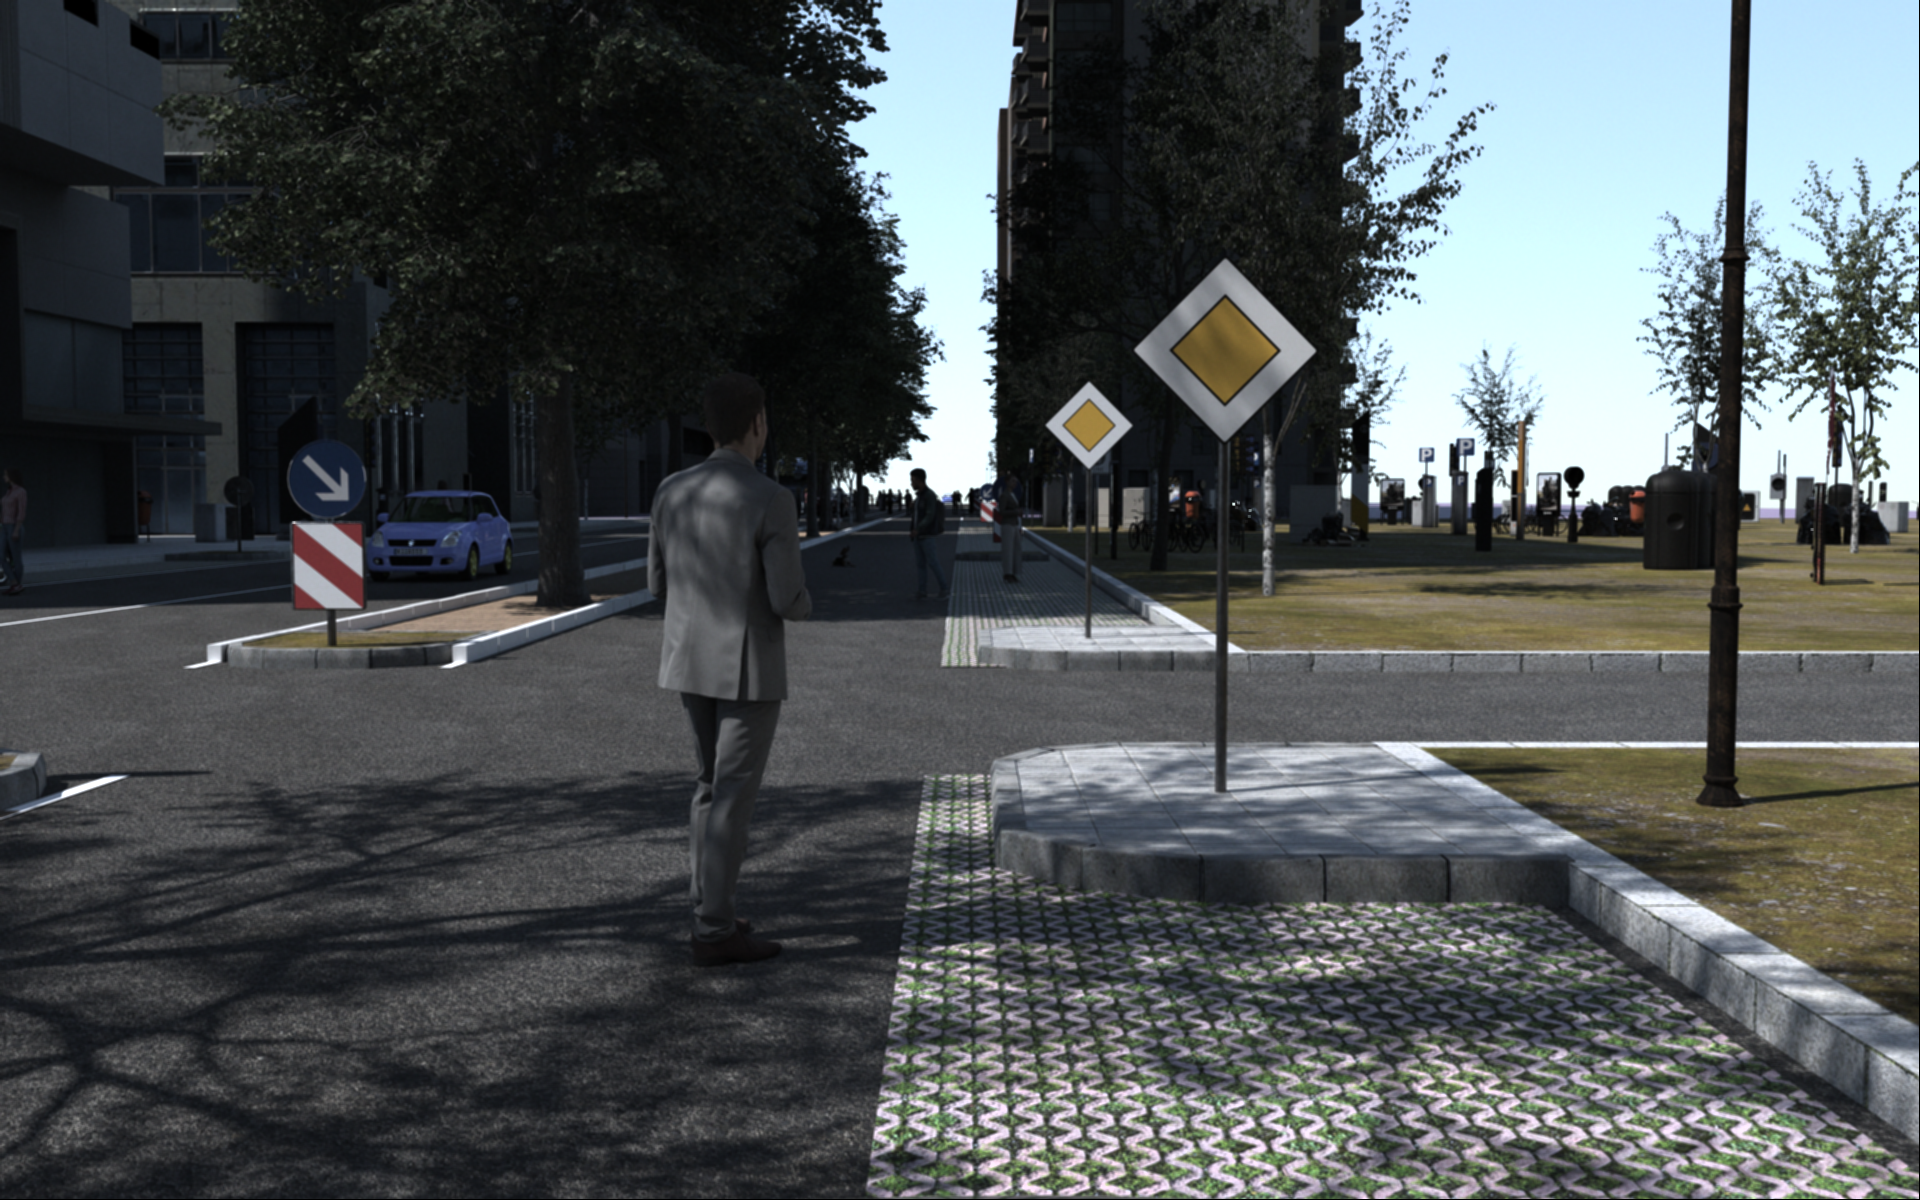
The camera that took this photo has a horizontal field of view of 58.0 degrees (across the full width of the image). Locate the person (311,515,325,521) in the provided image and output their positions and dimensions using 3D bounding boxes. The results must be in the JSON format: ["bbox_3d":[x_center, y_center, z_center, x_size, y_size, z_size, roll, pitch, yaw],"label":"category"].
[{"bbox_3d":[-11.348,-1.265,30.990,0.330,1.601,0.589,1,4,21],"label":"person"}]

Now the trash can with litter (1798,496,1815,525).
[{"bbox_3d":[35.520,-3.700,71.556,2.233,1.210,1.678,-2,4,-27],"label":"trash can with litter"}]

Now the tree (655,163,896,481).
[{"bbox_3d":[-5.298,-7.310,47.739,9.928,11.665,9.643,0,3,0],"label":"tree"}]

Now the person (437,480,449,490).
[{"bbox_3d":[-11.621,-1.825,38.928,0.593,1.750,0.643,2,4,28],"label":"person"}]

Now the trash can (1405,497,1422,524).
[{"bbox_3d":[19.394,-3.814,74.005,0.748,1.137,0.748,0,3,0],"label":"trash can"}]

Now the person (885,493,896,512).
[{"bbox_3d":[-5.643,-8.026,139.868,0.705,1.807,1.348,3,4,38],"label":"person"}]

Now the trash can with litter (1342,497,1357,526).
[{"bbox_3d":[15.155,-3.610,70.084,2.233,1.210,1.678,0,4,7],"label":"trash can with litter"}]

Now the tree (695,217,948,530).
[{"bbox_3d":[-5.282,-9.076,67.851,9.611,12.733,9.660,0,3,0],"label":"tree"}]

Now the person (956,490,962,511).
[{"bbox_3d":[-0.043,-8.484,147.658,0.683,1.767,0.568,-1,4,-17],"label":"person"}]

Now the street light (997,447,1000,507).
[{"bbox_3d":[3.699,-11.813,165.928,0.468,5.910,1.993,0,4,0],"label":"street light"}]

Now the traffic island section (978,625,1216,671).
[{"bbox_3d":[1.163,0.417,15.457,2.009,0.180,2.903,0,4,0],"label":"traffic island section"}]

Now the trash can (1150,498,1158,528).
[{"bbox_3d":[7.257,-3.248,64.755,0.748,1.137,0.748,0,3,0],"label":"trash can"}]

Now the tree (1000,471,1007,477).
[{"bbox_3d":[3.629,-9.087,143.181,1.663,3.219,1.824,0,3,0],"label":"tree"}]

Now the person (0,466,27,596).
[{"bbox_3d":[-13.460,-0.982,24.562,0.555,1.821,0.388,2,4,26],"label":"person"}]

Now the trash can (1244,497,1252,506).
[{"bbox_3d":[13.616,-4.225,80.739,0.748,1.137,0.748,0,3,0],"label":"trash can"}]

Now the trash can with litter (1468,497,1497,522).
[{"bbox_3d":[23.692,-4.166,79.165,2.233,1.210,1.678,-1,4,-9],"label":"trash can with litter"}]

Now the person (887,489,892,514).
[{"bbox_3d":[-4.970,-6.978,122.607,0.705,1.823,1.348,-1,4,-10],"label":"person"}]

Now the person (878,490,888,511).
[{"bbox_3d":[-6.474,-8.457,146.855,0.705,1.814,1.350,-3,5,-44],"label":"person"}]

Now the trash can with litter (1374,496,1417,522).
[{"bbox_3d":[20.729,-4.409,83.143,1.678,1.210,2.233,3,4,39],"label":"trash can with litter"}]

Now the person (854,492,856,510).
[{"bbox_3d":[-9.469,-9.114,158.452,0.436,1.711,0.756,0,4,-1],"label":"person"}]

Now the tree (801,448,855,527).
[{"bbox_3d":[-5.100,-7.782,80.063,4.737,8.622,4.395,0,3,0],"label":"tree"}]

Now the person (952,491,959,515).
[{"bbox_3d":[-0.297,-6.795,121.072,0.593,1.643,0.415,2,4,32],"label":"person"}]

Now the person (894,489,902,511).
[{"bbox_3d":[-5.261,-8.504,147.415,0.599,1.838,0.709,-2,4,-25],"label":"person"}]

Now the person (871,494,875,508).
[{"bbox_3d":[-9.217,-10.433,182.333,0.557,1.426,1.065,1,4,14],"label":"person"}]

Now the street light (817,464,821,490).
[{"bbox_3d":[-17.530,-14.859,215.734,0.468,5.910,1.993,0,4,0],"label":"street light"}]

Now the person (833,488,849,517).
[{"bbox_3d":[-7.295,-5.976,106.198,1.348,1.826,0.705,2,4,33],"label":"person"}]

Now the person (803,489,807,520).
[{"bbox_3d":[-8.329,-5.273,95.431,0.721,1.743,1.217,0,4,2],"label":"person"}]

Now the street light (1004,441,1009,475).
[{"bbox_3d":[3.443,-9.368,125.947,0.468,5.910,1.993,0,4,0],"label":"street light"}]

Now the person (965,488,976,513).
[{"bbox_3d":[0.807,-6.704,117.747,1.348,1.869,0.705,-3,5,-41],"label":"person"}]

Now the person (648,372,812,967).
[{"bbox_3d":[-0.657,0.202,5.403,0.606,1.804,0.583,2,4,30],"label":"person"}]

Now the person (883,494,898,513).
[{"bbox_3d":[-5.197,-7.357,129.499,1.217,1.735,0.721,1,4,18],"label":"person"}]

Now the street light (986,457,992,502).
[{"bbox_3d":[3.712,-14.499,209.853,0.468,5.910,1.993,0,4,0],"label":"street light"}]

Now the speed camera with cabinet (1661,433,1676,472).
[{"bbox_3d":[22.762,-3.723,55.208,0.660,3.252,2.038,1,4,17],"label":"speed camera with cabinet"}]

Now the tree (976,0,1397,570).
[{"bbox_3d":[3.688,-5.777,28.870,7.601,10.594,8.767,1,4,9],"label":"tree"}]

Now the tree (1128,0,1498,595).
[{"bbox_3d":[4.115,-4.356,21.579,4.360,8.622,3.978,0,3,0],"label":"tree"}]

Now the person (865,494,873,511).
[{"bbox_3d":[-7.666,-8.211,142.734,1.348,1.826,0.705,-3,5,-39],"label":"person"}]

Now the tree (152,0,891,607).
[{"bbox_3d":[-5.068,-6.883,21.656,9.857,13.997,8.962,0,3,0],"label":"tree"}]

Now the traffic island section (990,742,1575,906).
[{"bbox_3d":[1.143,0.906,7.472,2.009,0.180,2.903,0,4,0],"label":"traffic island section"}]

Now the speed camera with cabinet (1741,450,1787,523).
[{"bbox_3d":[35.835,-5.083,77.446,2.038,3.252,0.660,2,4,25],"label":"speed camera with cabinet"}]

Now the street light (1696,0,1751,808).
[{"bbox_3d":[3.144,-2.092,6.989,0.468,5.910,1.993,0,4,0],"label":"street light"}]

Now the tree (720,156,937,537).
[{"bbox_3d":[-4.815,-8.338,56.918,7.486,12.596,7.792,0,3,0],"label":"tree"}]

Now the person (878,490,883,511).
[{"bbox_3d":[-6.864,-8.561,149.145,0.551,1.740,0.621,2,4,30],"label":"person"}]

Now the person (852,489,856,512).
[{"bbox_3d":[-8.208,-7.746,135.143,1.348,1.824,0.705,-3,4,-36],"label":"person"}]

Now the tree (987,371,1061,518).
[{"bbox_3d":[3.751,-8.640,91.619,4.737,8.622,4.395,0,3,0],"label":"tree"}]

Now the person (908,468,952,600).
[{"bbox_3d":[-0.476,-0.891,23.424,0.721,1.781,0.623,-2,4,-31],"label":"person"}]

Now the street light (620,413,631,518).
[{"bbox_3d":[-17.806,-7.305,92.221,0.468,5.910,1.993,0,4,0],"label":"street light"}]

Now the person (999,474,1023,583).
[{"bbox_3d":[0.839,-1.144,27.754,0.362,1.759,0.519,2,4,25],"label":"person"}]

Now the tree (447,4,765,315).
[{"bbox_3d":[-5.364,-5.772,31.236,8.767,10.594,7.601,0,4,0],"label":"tree"}]

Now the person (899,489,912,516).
[{"bbox_3d":[-3.543,-6.366,113.114,0.750,1.759,0.617,-2,4,-32],"label":"person"}]

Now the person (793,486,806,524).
[{"bbox_3d":[-7.611,-4.498,82.227,0.709,1.800,0.728,-1,4,-17],"label":"person"}]

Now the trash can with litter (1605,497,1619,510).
[{"bbox_3d":[23.752,-3.205,63.791,1.055,1.170,0.624,2,4,35],"label":"trash can with litter"}]

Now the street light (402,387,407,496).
[{"bbox_3d":[-17.830,-5.065,55.601,0.468,5.910,1.993,0,4,0],"label":"street light"}]
